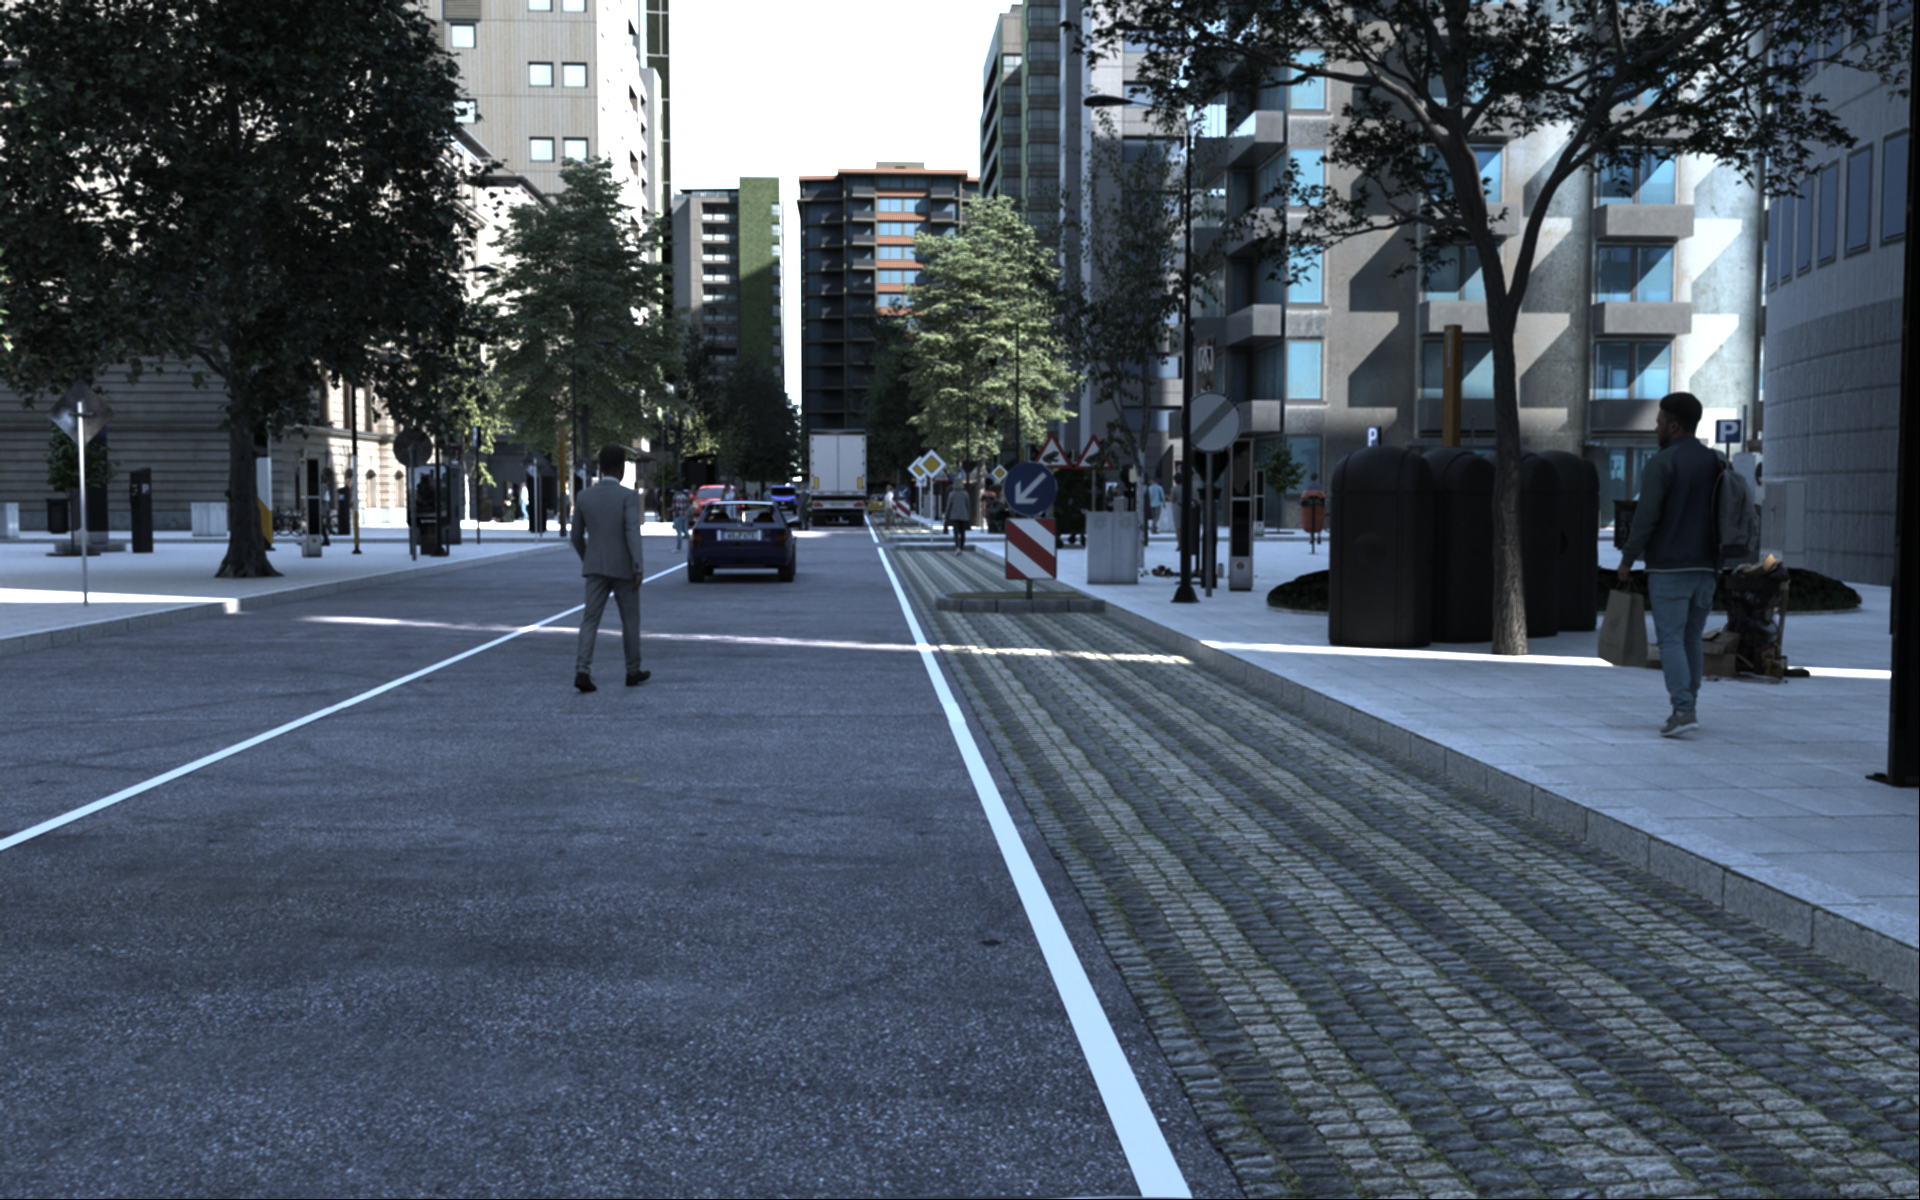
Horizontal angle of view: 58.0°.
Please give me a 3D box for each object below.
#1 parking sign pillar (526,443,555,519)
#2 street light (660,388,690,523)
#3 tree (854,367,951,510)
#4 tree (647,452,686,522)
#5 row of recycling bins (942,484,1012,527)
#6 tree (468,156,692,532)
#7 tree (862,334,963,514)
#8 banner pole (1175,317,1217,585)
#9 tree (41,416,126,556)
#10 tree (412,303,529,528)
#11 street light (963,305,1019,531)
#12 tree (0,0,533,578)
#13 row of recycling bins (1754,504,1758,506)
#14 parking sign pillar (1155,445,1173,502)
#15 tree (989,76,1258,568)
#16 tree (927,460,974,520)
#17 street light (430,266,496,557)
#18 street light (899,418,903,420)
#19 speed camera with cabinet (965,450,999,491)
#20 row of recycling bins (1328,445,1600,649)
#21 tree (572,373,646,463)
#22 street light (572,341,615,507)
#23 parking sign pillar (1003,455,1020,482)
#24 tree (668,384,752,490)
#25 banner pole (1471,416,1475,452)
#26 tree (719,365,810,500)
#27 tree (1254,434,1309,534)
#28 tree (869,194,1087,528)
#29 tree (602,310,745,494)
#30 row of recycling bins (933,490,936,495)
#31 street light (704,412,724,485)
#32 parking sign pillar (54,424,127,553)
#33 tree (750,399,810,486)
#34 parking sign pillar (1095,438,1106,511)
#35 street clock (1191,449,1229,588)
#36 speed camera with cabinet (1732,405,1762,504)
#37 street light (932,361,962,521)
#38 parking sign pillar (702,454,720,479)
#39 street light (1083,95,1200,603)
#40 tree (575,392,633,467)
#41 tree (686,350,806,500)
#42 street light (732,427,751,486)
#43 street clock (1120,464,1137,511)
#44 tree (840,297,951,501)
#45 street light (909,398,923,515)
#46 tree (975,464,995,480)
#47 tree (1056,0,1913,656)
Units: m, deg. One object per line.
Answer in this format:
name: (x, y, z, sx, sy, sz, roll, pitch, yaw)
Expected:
parking sign pillar: (-21.785, -6.199, 89.825, 1.447, 3.967, 1.447, 0, 4, 3)
street light: (-12.493, -6.323, 75.916, 1.470, 5.913, 1.316, 0, 4, -3)
tree: (-4.126, -13.659, 140.327, 9.611, 12.733, 9.660, 0, 3, 0)
tree: (-13.487, -5.243, 80.329, 1.663, 3.219, 1.824, 0, 3, 0)
row of recycling bins: (1.099, -3.730, 68.092, 3.534, 1.692, 1.069, 1, 4, 18)
tree: (-12.696, -8.568, 58.222, 7.486, 12.596, 7.792, 0, 3, 0)
tree: (-2.899, -11.487, 113.566, 9.928, 11.665, 9.643, 0, 3, 0)
banner pole: (3.362, -2.103, 24.397, 0.401, 3.779, 0.863, -2, 4, -25)
tree: (-18.483, -2.524, 35.866, 1.663, 3.219, 1.824, 0, 3, 0)
tree: (-18.589, -7.066, 65.895, 4.737, 8.622, 4.395, 0, 3, 0)
street light: (0.876, -4.296, 42.779, 1.470, 5.913, 1.316, 0, 4, -3)
tree: (-11.138, -6.694, 26.454, 9.611, 12.733, 9.660, 0, 3, 0)
row of recycling bins: (50.041, -5.979, 104.877, 3.534, 1.692, 1.069, 0, 4, 4)
parking sign pillar: (11.084, -6.458, 94.056, 1.447, 3.967, 1.447, 2, 4, 35)
tree: (2.904, -4.871, 30.005, 4.360, 8.622, 3.978, 0, 3, 0)
tree: (-0.605, -5.704, 87.854, 1.663, 3.219, 1.824, 0, 3, 0)
street light: (-10.165, -3.848, 35.451, 1.470, 5.913, 1.316, 0, 4, -3)
street light: (-3.014, -8.125, 105.391, 1.470, 5.913, 1.316, 0, 4, -3)
speed camera with cabinet: (0.762, -5.077, 77.347, 2.038, 3.252, 0.660, 2, 4, 27)
row of recycling bins: (4.643, -0.517, 15.572, 3.534, 1.692, 1.069, -3, 5, -40)
tree: (-20.728, -9.243, 101.491, 4.737, 8.622, 4.395, 0, 3, 0)
street light: (-11.138, -4.890, 52.498, 1.470, 5.913, 1.316, 0, 4, -3)
parking sign pillar: (3.441, -7.559, 112.068, 1.447, 3.967, 1.447, 0, 3, 0)
tree: (-16.484, -9.792, 110.457, 4.737, 8.622, 4.395, 0, 3, 0)
banner pole: (16.472, -4.019, 55.731, 0.401, 3.779, 0.863, 1, 4, 17)
tree: (-18.969, -15.947, 167.382, 9.857, 13.997, 8.962, 0, 3, 0)
tree: (10.439, -3.753, 55.960, 1.663, 3.219, 1.824, 0, 3, 0)
tree: (0.992, -9.017, 65.560, 7.486, 12.596, 7.792, 0, 3, 0)
tree: (-14.875, -9.438, 88.718, 8.767, 10.594, 7.601, 2, 4, 25)
row of recycling bins: (-1.277, -7.001, 121.581, 1.069, 1.692, 3.534, 1, 4, 13)
street light: (-13.916, -7.690, 98.266, 1.470, 5.913, 1.316, 0, 4, -3)
parking sign pillar: (-19.421, -3.065, 38.580, 1.447, 3.967, 1.447, -3, 5, -41)
tree: (-20.968, -17.261, 200.350, 7.486, 12.596, 7.792, 0, 3, 0)
parking sign pillar: (6.427, -5.850, 84.115, 1.447, 3.967, 1.447, 1, 4, 18)
street clock: (3.403, -1.166, 23.635, 0.471, 2.002, 0.358, 0, 4, -5)
speed camera with cabinet: (16.974, -2.666, 37.931, 2.038, 3.252, 0.660, -3, 4, -37)
street light: (-0.268, -5.393, 60.709, 1.470, 5.913, 1.316, 0, 4, -3)
parking sign pillar: (-16.974, -7.897, 117.594, 1.447, 3.967, 1.447, 1, 4, 21)
street light: (2.134, -2.925, 20.358, 1.470, 5.913, 1.316, 0, 4, -3)
tree: (-21.872, -9.603, 107.375, 4.360, 8.622, 3.978, 0, 3, 0)
tree: (-18.206, -14.448, 146.586, 12.009, 13.543, 11.850, 0, 3, 0)
street light: (-15.237, -9.044, 120.416, 1.470, 5.913, 1.316, 0, 4, -3)
street clock: (4.064, -2.257, 41.473, 0.471, 2.002, 0.358, -3, 5, -40)
tree: (-5.059, -18.868, 164.377, 12.611, 20.169, 13.585, 0, 3, 0)
street light: (-1.641, -6.771, 83.243, 1.470, 5.913, 1.316, 0, 4, -3)
tree: (1.669, -6.489, 100.691, 1.663, 3.219, 1.824, 0, 3, 0)
tree: (4.568, -4.856, 13.816, 8.767, 10.594, 7.601, 2, 4, 26)
